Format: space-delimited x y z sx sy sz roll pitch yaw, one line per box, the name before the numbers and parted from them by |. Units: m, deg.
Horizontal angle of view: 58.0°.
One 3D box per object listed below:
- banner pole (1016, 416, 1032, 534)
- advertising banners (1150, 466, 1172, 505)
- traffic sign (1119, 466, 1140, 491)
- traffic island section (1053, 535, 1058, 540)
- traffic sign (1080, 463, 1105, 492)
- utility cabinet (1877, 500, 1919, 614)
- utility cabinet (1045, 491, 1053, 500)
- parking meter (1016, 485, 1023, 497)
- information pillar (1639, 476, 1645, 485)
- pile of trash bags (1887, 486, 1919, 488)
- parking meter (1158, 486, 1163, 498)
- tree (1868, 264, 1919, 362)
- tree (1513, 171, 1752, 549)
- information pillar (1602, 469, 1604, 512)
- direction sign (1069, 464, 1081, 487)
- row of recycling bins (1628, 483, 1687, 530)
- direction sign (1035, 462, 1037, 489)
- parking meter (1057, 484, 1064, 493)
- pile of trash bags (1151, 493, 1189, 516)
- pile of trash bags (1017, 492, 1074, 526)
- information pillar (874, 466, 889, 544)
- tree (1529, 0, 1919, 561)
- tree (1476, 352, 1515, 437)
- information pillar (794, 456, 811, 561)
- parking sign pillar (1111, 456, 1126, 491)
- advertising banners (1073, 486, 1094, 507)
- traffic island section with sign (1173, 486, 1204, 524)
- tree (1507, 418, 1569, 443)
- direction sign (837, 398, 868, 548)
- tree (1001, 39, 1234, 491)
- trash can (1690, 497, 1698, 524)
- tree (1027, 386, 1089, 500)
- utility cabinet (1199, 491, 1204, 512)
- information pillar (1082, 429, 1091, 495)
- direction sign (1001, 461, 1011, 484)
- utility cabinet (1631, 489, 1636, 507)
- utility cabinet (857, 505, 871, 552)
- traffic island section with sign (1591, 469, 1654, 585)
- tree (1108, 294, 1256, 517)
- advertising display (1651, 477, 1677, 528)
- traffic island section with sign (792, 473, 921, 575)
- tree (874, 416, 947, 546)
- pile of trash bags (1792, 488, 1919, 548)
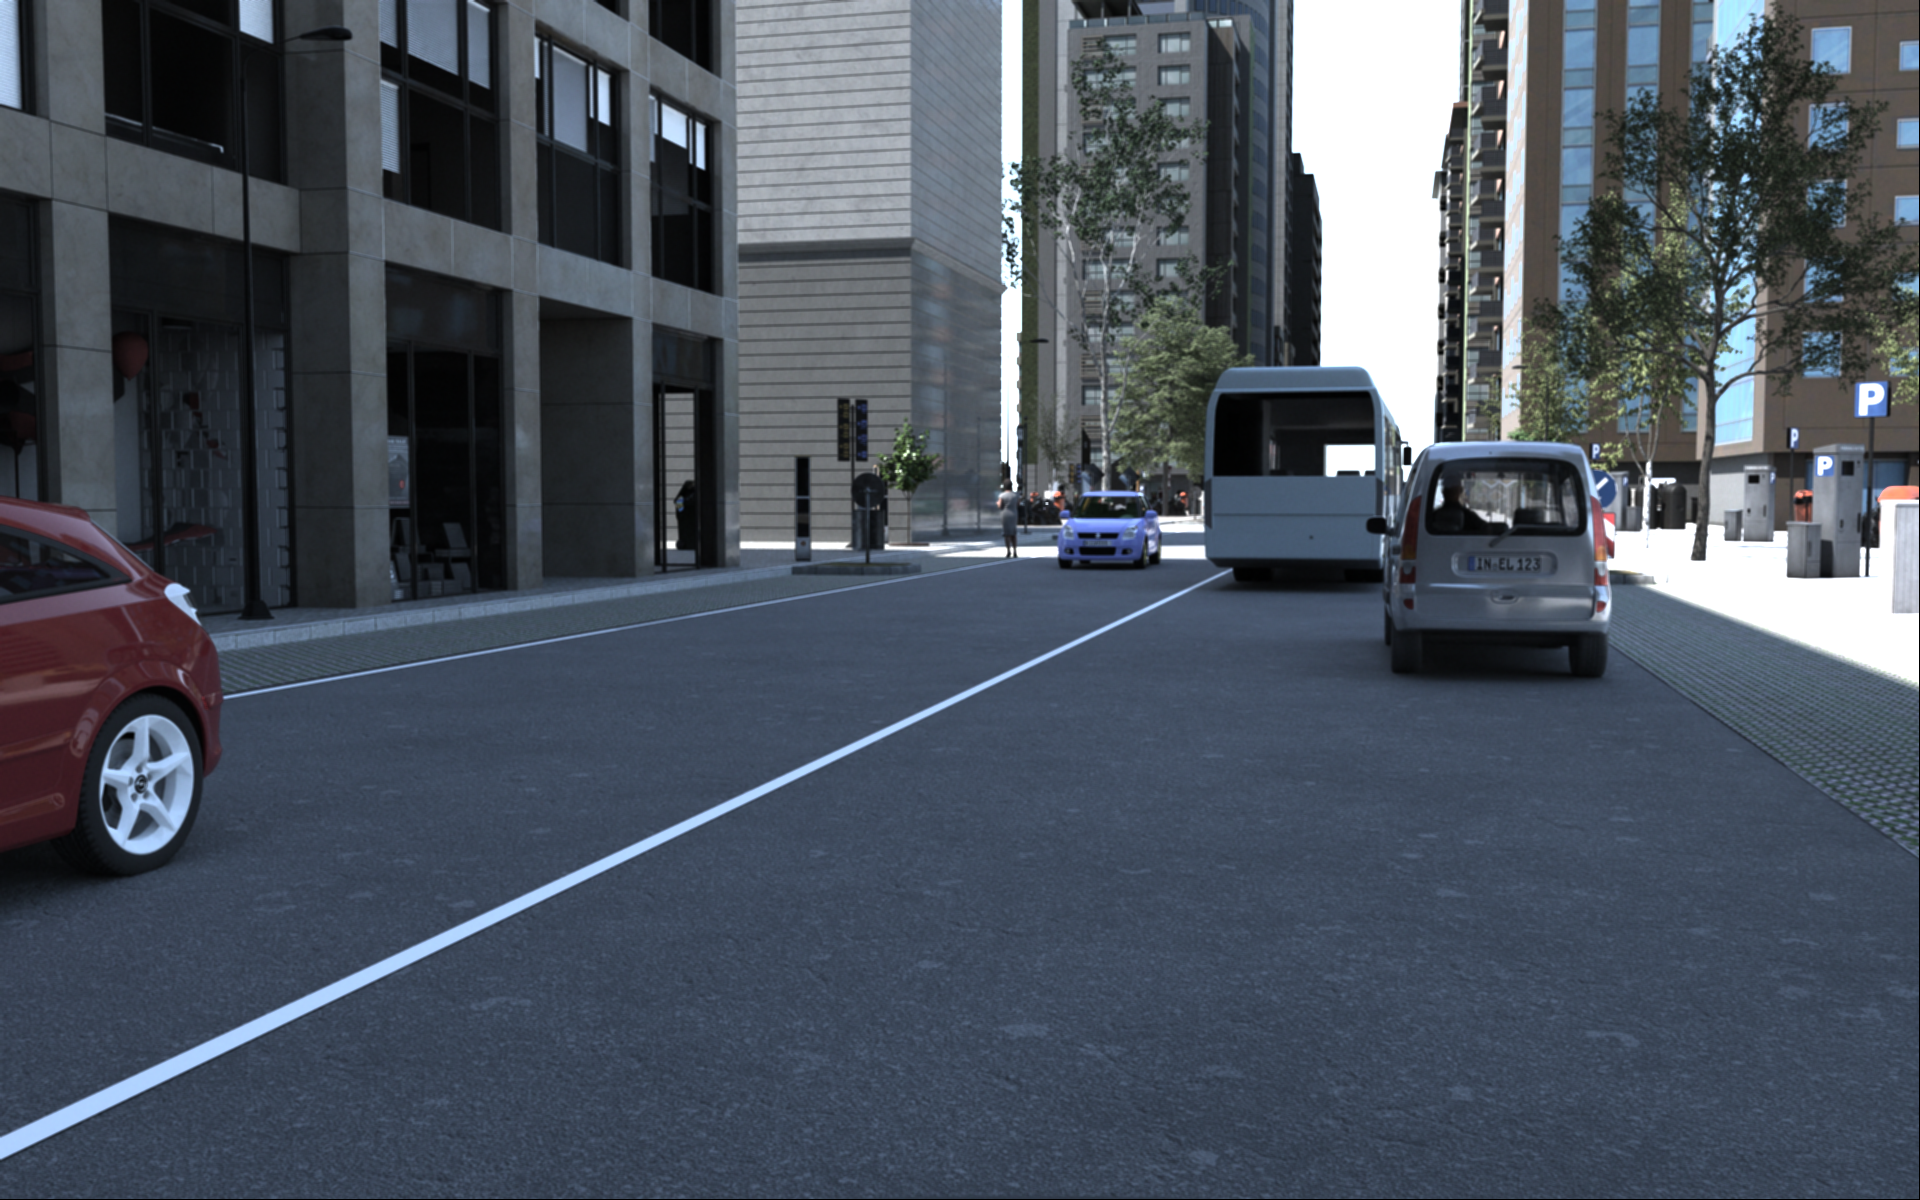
banner pole | 2.001 -4.007 55.539 0.401 3.779 0.863 2 4 30
advertising banners | 12.459 -6.789 107.190 2.074 3.025 0.090 -3 5 -45
traffic sign | 6.149 -3.627 62.940 0.795 2.450 0.064 1 4 14
traffic island section | 4.191 -2.017 55.259 2.009 0.180 2.903 1 4 14
traffic sign | 4.216 -3.153 55.191 0.795 2.450 0.064 1 4 14
utility cabinet | 10.426 -0.454 18.584 1.020 1.237 0.306 0 4 -5
utility cabinet | 6.858 -7.384 129.407 0.318 1.500 1.173 -3 5 -44
parking meter | 3.696 -6.235 107.645 0.399 1.863 0.255 -1 4 -13
information pillar | 27.333 -3.956 69.174 0.304 2.012 0.304 -1 4 -19
pile of trash bags | 11.897 -0.647 20.329 3.447 1.369 1.912 -2 4 -31
parking meter | 14.673 -7.399 126.687 0.399 1.863 0.255 1 4 18
tree | 25.782 -5.762 44.564 4.737 8.622 4.395 0 3 0
tree | 16.134 -5.505 40.369 4.737 8.622 4.395 0 3 0
information pillar | 18.460 -2.789 50.095 0.304 2.012 0.304 2 4 28
direction sign | 8.628 -8.434 129.885 0.876 3.537 0.379 0 4 7
row of recycling bins | 24.401 -3.402 62.731 3.534 1.692 1.069 1 4 21
direction sign | 5.411 -8.028 123.253 0.379 3.537 0.876 0 4 6
parking meter | 6.038 -5.998 103.774 0.399 1.863 0.255 -1 4 -22
pile of trash bags | 12.656 -5.699 102.924 1.912 1.369 3.447 2 4 34
pile of trash bags | 3.395 -3.768 71.352 1.912 1.369 3.447 2 4 31
information pillar | -2.032 -2.464 44.770 0.304 2.012 0.304 -2 4 -25
tree | 14.476 -6.015 32.761 7.601 10.594 8.767 1 4 18
tree | 23.425 -7.214 68.305 4.737 8.622 4.395 0 3 0
information pillar | -3.014 -1.757 33.221 0.304 2.012 0.304 0 4 -7
parking sign pillar | 10.503 -7.836 116.583 1.447 3.967 1.447 0 4 0
advertising banners | 8.181 -7.216 114.161 0.090 3.025 2.074 -3 5 -41
traffic island section with sign | 11.487 -4.637 84.447 1.989 1.847 2.006 1 4 14
tree | 24.585 -5.507 73.748 4.285 4.588 4.351 0 3 0
direction sign | -2.558 -3.017 41.327 0.876 3.537 0.379 -3 5 -41
tree | 5.515 -13.409 75.133 12.611 20.169 13.585 0 3 0
trash can | 31.587 -3.813 74.002 0.748 1.137 0.748 0 3 0
tree | 6.413 -10.291 118.617 4.360 8.622 3.978 0 3 0
utility cabinet | 17.805 -7.139 125.401 0.318 1.500 1.173 -3 5 -39
information pillar | 4.556 -4.364 62.712 0.183 3.616 0.504 2 4 35
direction sign | 3.104 -7.748 118.676 0.379 3.537 0.876 2 4 33
utility cabinet | 28.931 -4.041 74.749 1.173 1.500 0.318 2 4 34
utility cabinet | -2.164 -1.692 38.831 0.306 1.237 1.020 0 4 -5
traffic island section with sign | 10.169 -1.204 28.310 1.989 1.847 2.006 1 4 14
tree | 12.125 -11.019 98.291 7.486 12.596 7.792 0 3 0
advertising display | 26.298 -3.648 64.851 0.974 1.923 0.123 2 4 29
traffic island section with sign | -1.780 -1.386 31.290 1.989 1.847 2.006 1 4 14
tree | -1.398 -2.963 43.046 1.663 3.219 1.824 0 3 0
pile of trash bags | 21.789 -1.936 41.408 3.447 1.369 1.912 1 4 23
